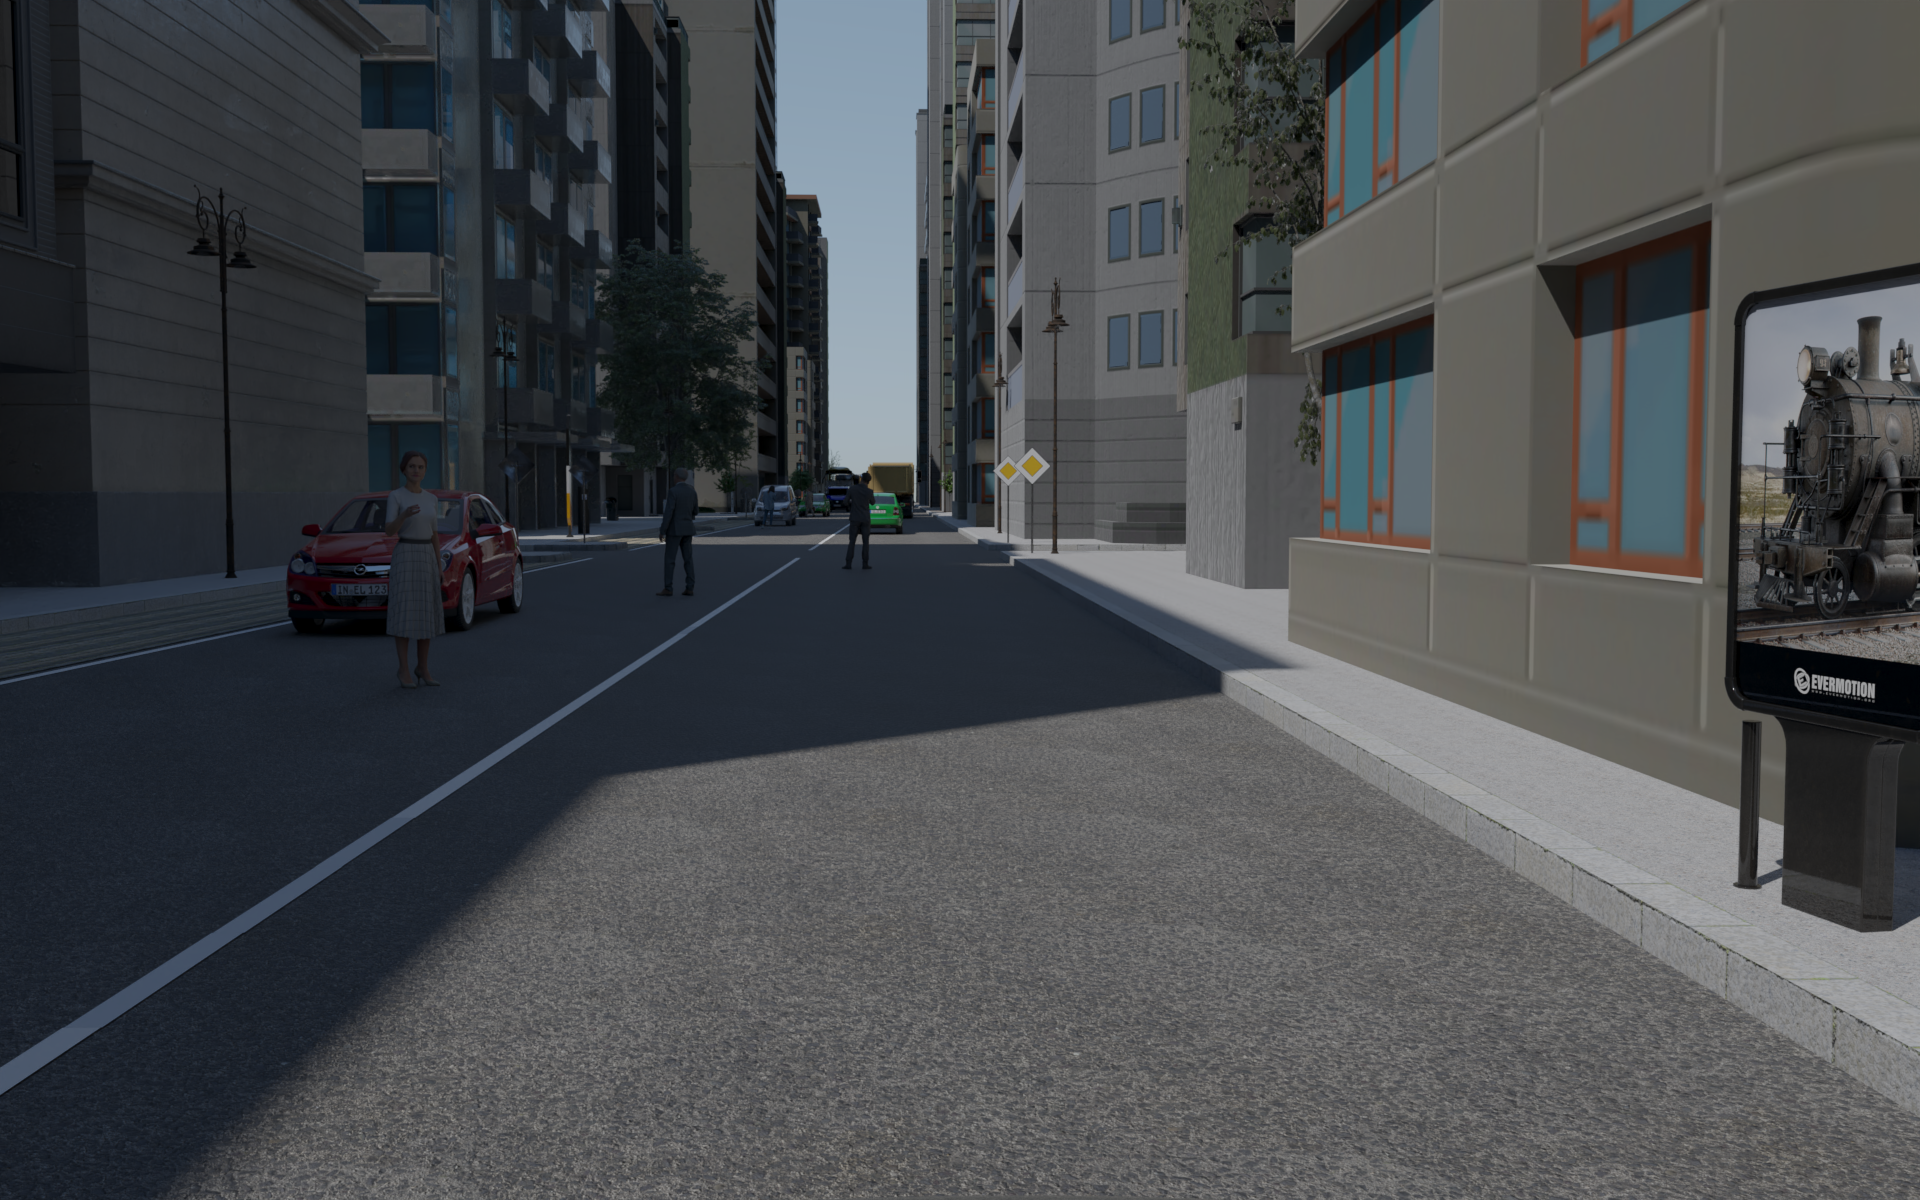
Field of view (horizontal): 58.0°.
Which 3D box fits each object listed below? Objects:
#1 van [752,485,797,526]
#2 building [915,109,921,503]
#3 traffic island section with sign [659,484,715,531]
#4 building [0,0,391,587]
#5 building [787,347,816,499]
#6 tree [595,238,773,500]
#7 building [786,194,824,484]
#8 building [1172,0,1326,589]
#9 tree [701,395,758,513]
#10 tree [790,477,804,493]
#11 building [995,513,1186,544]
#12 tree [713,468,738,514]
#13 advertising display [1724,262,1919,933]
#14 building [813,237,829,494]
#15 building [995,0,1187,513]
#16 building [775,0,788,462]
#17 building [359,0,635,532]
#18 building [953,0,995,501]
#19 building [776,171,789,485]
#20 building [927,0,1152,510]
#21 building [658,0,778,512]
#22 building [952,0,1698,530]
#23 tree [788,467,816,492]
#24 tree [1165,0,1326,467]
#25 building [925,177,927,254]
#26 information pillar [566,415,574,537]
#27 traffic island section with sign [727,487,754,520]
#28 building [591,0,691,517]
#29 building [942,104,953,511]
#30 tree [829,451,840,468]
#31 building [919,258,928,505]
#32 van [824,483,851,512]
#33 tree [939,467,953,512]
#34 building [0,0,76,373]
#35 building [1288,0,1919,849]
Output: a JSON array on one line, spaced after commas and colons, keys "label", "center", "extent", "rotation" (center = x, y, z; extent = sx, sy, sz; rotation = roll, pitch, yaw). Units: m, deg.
[{"label": "van", "center": [-8.375, -4.379, 78.608], "extent": [2.013, 2.044, 4.112], "rotation": [0, 4, -1]}, {"label": "building", "center": [3.776, -44.247, 265.444], "extent": [21.231, 58.520, 28.212], "rotation": [0, 4, -2]}, {"label": "traffic island section with sign", "center": [-10.650, -3.615, 67.732], "extent": [1.989, 1.847, 2.006], "rotation": [0, 4, -2]}, {"label": "building", "center": [-23.203, -14.784, 29.102], "extent": [23.554, 28.519, 14.401], "rotation": [0, 4, -2]}, {"label": "building", "center": [-32.707, -22.791, 217.672], "extent": [27.650, 21.520, 28.899], "rotation": [0, 4, -2]}, {"label": "tree", "center": [-14.358, -11.010, 86.664], "extent": [9.857, 13.997, 8.962], "rotation": [0, 3, 0]}, {"label": "building", "center": [-30.834, -36.163, 245.881], "extent": [22.147, 44.769, 28.867], "rotation": [0, 4, -2]}, {"label": "building", "center": [10.599, -15.769, 29.520], "extent": [14.160, 30.474, 14.107], "rotation": [0, 4, -2]}, {"label": "tree", "center": [-15.381, -10.158, 116.447], "extent": [4.737, 8.622, 4.395], "rotation": [0, 3, 0]}, {"label": "tree", "center": [-17.979, -12.020, 191.123], "extent": [1.663, 3.219, 1.824], "rotation": [0, 3, 0]}, {"label": "building", "center": [15.655, -31.222, 52.487], "extent": [28.212, 58.520, 21.231], "rotation": [0, 4, -2]}, {"label": "tree", "center": [-15.299, -7.236, 112.908], "extent": [1.663, 3.219, 1.824], "rotation": [0, 3, 0]}, {"label": "advertising display", "center": [2.650, 0.002, 5.186], "extent": [0.123, 1.923, 0.974], "rotation": [-1, 4, -11]}, {"label": "building", "center": [-27.595, -35.742, 267.982], "extent": [14.154, 41.232, 14.086], "rotation": [0, 4, -2]}, {"label": "building", "center": [8.728, -37.333, 152.397], "extent": [21.231, 58.520, 28.212], "rotation": [0, 4, -2]}, {"label": "building", "center": [-27.929, -52.391, 169.258], "extent": [22.319, 86.520, 31.000], "rotation": [0, 4, -2]}, {"label": "building", "center": [-25.130, -27.063, 62.092], "extent": [23.786, 49.044, 30.456], "rotation": [0, 4, -2]}, {"label": "building", "center": [6.496, -26.283, 113.316], "extent": [14.154, 41.232, 14.086], "rotation": [0, 4, -2]}, {"label": "building", "center": [-22.234, -23.030, 148.235], "extent": [14.160, 30.474, 14.107], "rotation": [0, 4, -2]}, {"label": "building", "center": [7.065, -39.097, 181.240], "extent": [21.231, 58.520, 28.212], "rotation": [0, 4, -2]}, {"label": "building", "center": [-25.180, -30.950, 129.742], "extent": [21.300, 48.544, 21.600], "rotation": [0, 4, -2]}, {"label": "building", "center": [13.902, -14.433, 81.023], "extent": [27.650, 21.520, 28.899], "rotation": [0, 4, -2]}, {"label": "tree", "center": [-17.831, -12.900, 194.625], "extent": [4.285, 4.588, 4.351], "rotation": [0, 3, 0]}, {"label": "tree", "center": [3.981, -4.103, 17.442], "extent": [4.360, 8.622, 3.978], "rotation": [0, 3, 0]}, {"label": "building", "center": [6.449, -37.686, 235.769], "extent": [23.786, 49.044, 30.456], "rotation": [0, 4, -2]}, {"label": "information pillar", "center": [-11.561, -3.660, 51.193], "extent": [0.183, 3.616, 0.504], "rotation": [0, 4, -7]}, {"label": "traffic island section with sign", "center": [-11.649, -5.262, 94.669], "extent": [1.989, 1.847, 2.006], "rotation": [0, 4, -2]}, {"label": "building", "center": [-23.270, -20.062, 99.715], "extent": [14.160, 30.474, 14.107], "rotation": [0, 4, -2]}, {"label": "building", "center": [5.571, -22.037, 132.002], "extent": [14.160, 30.474, 14.107], "rotation": [0, 4, -2]}, {"label": "tree", "center": [-20.809, -20.144, 279.718], "extent": [4.360, 8.622, 3.978], "rotation": [0, 3, 0]}, {"label": "building", "center": [1.928, -26.993, 213.041], "extent": [14.160, 30.474, 14.107], "rotation": [0, 4, -2]}, {"label": "van", "center": [-9.794, -8.303, 140.132], "extent": [2.240, 2.365, 5.245], "rotation": [0, 4, -1]}, {"label": "tree", "center": [-0.598, -7.913, 123.975], "extent": [1.663, 3.219, 1.824], "rotation": [0, 3, 0]}, {"label": "building", "center": [-17.757, -13.230, 9.818], "extent": [14.314, 27.812, 24.014], "rotation": [0, 4, -2]}, {"label": "building", "center": [17.216, -9.513, 0.570], "extent": [27.650, 21.520, 28.899], "rotation": [0, 4, -2]}]
